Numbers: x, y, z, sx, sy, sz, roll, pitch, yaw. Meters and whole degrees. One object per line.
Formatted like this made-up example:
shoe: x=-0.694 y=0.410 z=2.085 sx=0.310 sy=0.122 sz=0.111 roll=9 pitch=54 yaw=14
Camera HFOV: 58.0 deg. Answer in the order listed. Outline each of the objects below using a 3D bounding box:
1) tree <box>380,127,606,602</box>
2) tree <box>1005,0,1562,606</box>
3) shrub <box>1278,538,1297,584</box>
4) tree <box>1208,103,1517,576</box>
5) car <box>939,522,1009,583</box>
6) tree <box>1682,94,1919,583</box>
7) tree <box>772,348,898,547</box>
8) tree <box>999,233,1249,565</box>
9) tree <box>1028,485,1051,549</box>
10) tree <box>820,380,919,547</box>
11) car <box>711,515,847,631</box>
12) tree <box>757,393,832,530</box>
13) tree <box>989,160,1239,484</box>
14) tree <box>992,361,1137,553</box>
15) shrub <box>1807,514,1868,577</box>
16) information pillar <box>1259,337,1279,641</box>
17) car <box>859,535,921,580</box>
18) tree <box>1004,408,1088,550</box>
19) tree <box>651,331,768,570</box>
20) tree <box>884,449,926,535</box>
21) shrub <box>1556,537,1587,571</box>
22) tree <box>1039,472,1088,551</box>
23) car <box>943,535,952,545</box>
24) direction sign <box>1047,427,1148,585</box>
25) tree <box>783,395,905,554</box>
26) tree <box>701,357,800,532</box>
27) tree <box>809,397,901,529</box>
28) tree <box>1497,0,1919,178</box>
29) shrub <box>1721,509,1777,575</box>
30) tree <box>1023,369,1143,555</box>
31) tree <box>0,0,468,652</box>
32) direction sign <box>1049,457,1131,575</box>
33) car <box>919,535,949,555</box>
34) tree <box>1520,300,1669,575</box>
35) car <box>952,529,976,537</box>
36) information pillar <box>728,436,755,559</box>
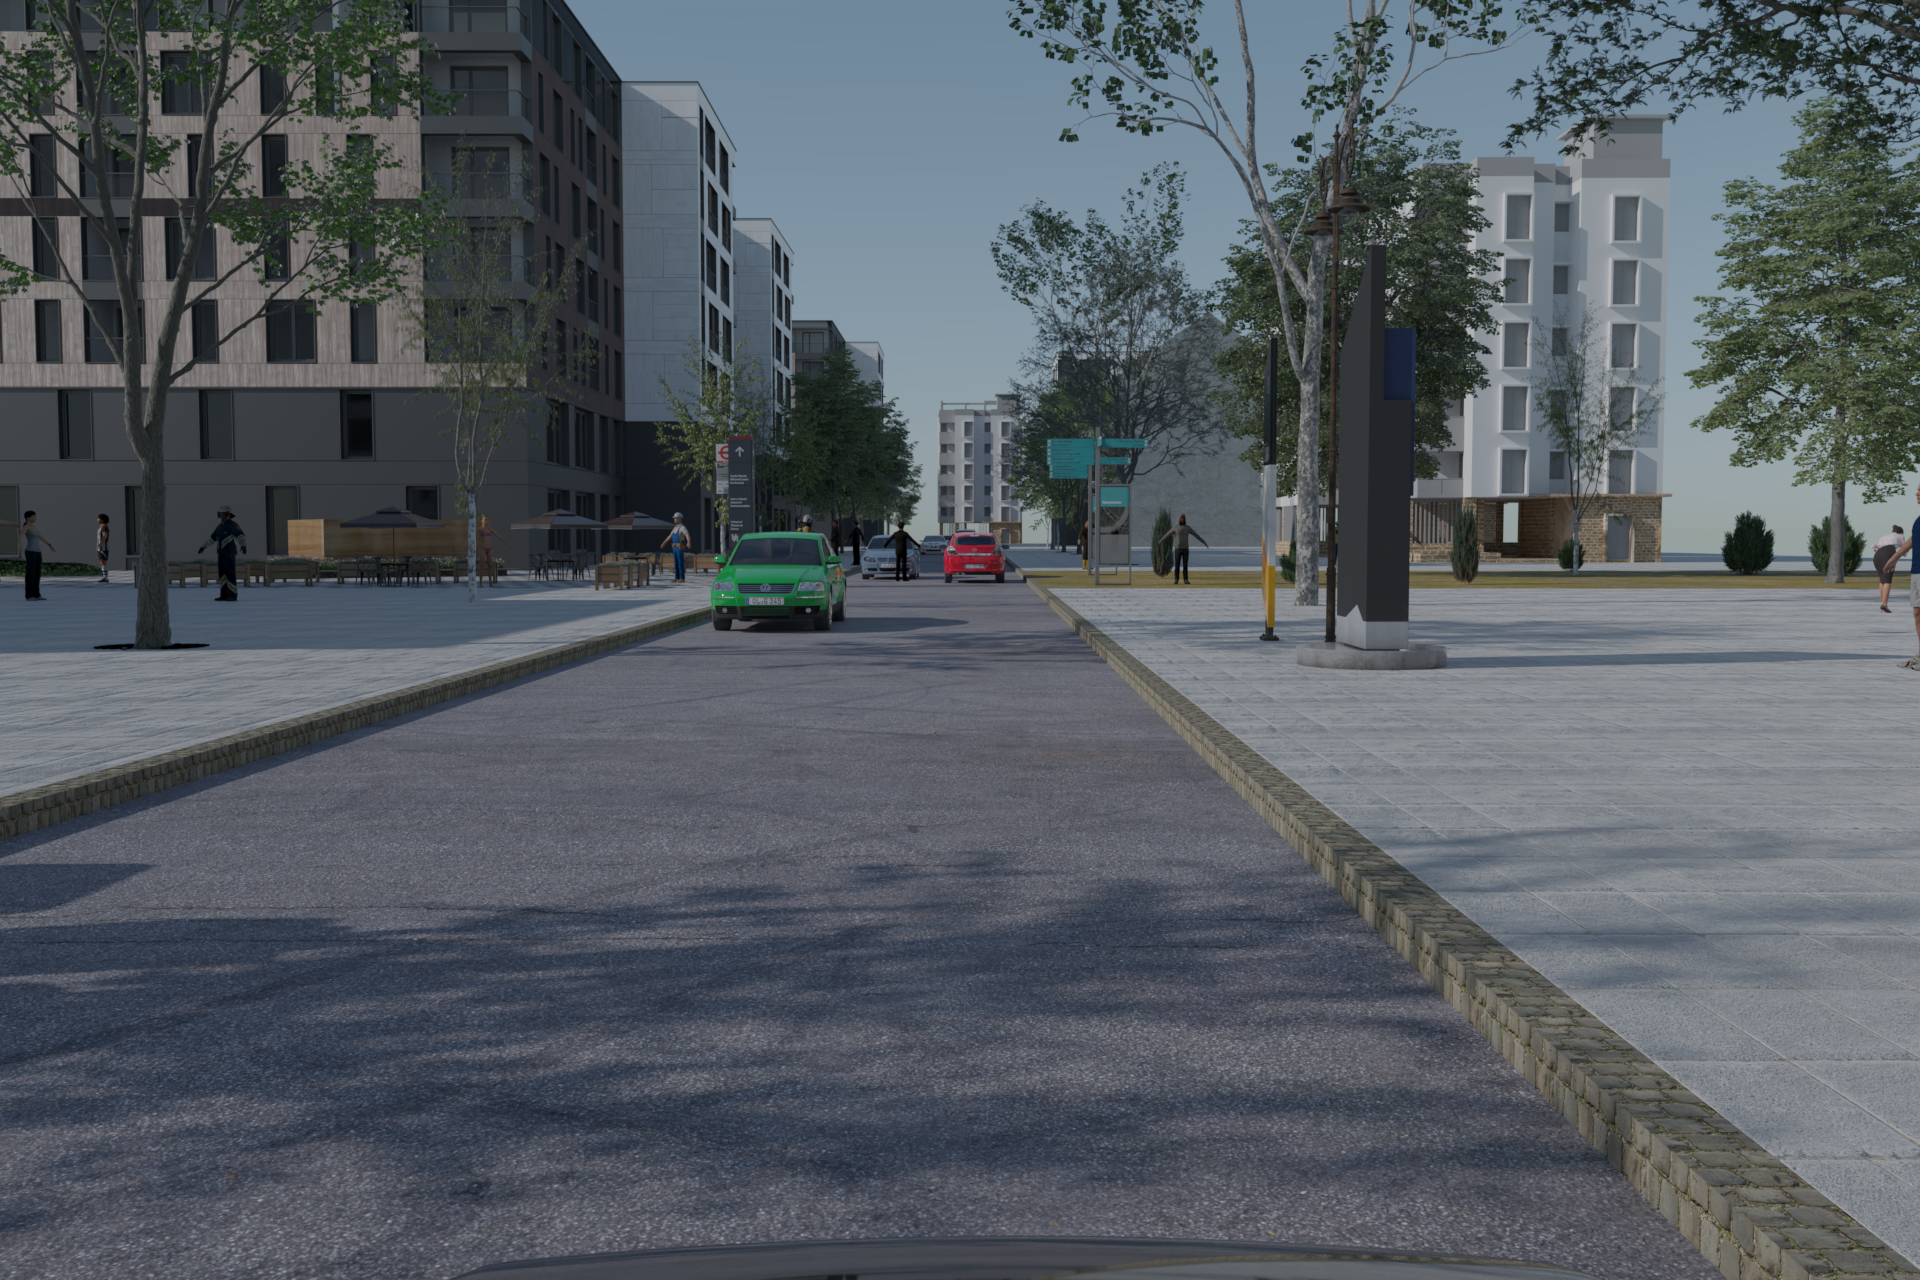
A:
tree: x=-9.363 y=-5.006 z=32.213 sx=4.360 sy=8.622 sz=3.978 roll=0 pitch=3 yaw=0
tree: x=5.806 y=-10.764 z=31.884 sx=12.611 sy=20.169 sz=13.585 roll=0 pitch=3 yaw=0
shrub: x=8.664 y=-2.042 z=44.507 sx=1.383 sy=1.207 sz=1.383 roll=0 pitch=3 yaw=0
tree: x=11.837 y=-8.949 z=52.979 sx=9.857 sy=13.997 sz=8.962 roll=0 pitch=3 yaw=0
car: x=0.425 y=-2.632 z=52.078 sx=2.155 sy=1.783 sz=4.494 roll=0 pitch=3 yaw=0
tree: x=23.050 y=-7.781 z=45.346 sx=7.486 sy=12.596 sz=7.792 roll=0 pitch=3 yaw=0
tree: x=-7.630 y=-11.461 z=105.516 sx=7.486 sy=12.596 sz=7.792 roll=0 pitch=3 yaw=0
tree: x=6.837 y=-9.839 z=71.244 sx=12.009 sy=13.543 sz=11.850 roll=0 pitch=3 yaw=0
tree: x=7.461 y=-12.057 z=147.499 sx=4.737 sy=8.622 sz=4.395 roll=0 pitch=3 yaw=0
tree: x=-7.935 y=-14.169 z=138.315 sx=9.857 sy=13.997 sz=8.962 roll=0 pitch=3 yaw=0
car: x=-2.781 y=-1.120 z=27.107 sx=1.959 sy=1.807 sz=4.718 roll=0 pitch=4 yaw=0
tree: x=-8.553 y=-8.582 z=90.671 sx=4.737 sy=8.622 sz=4.395 roll=0 pitch=3 yaw=0
tree: x=8.397 y=-14.164 z=87.469 sx=12.611 sy=20.169 sz=13.585 roll=0 pitch=3 yaw=0
tree: x=7.367 y=-12.863 z=120.677 sx=12.009 sy=13.543 sz=11.850 roll=0 pitch=3 yaw=0
shrub: x=26.497 y=-2.931 z=52.346 sx=1.690 sy=2.028 sz=1.600 roll=0 pitch=3 yaw=0
information pillar: x=3.737 y=-1.807 z=20.893 sx=0.183 sy=3.616 sz=0.504 roll=0 pitch=4 yaw=1
car: x=-2.220 y=-2.699 z=56.127 sx=2.014 sy=1.417 sz=4.499 roll=0 pitch=4 yaw=0
tree: x=7.427 y=-13.611 z=140.659 sx=7.486 sy=12.596 sz=7.792 roll=0 pitch=3 yaw=0
tree: x=-8.752 y=-6.834 z=62.092 sx=4.737 sy=8.622 sz=4.395 roll=0 pitch=3 yaw=0
tree: x=-9.568 y=-19.937 z=232.629 sx=9.857 sy=13.997 sz=8.962 roll=0 pitch=3 yaw=0
shrub: x=21.291 y=-3.009 z=60.311 sx=1.383 sy=1.207 sz=1.383 roll=0 pitch=3 yaw=0
tree: x=7.635 y=-11.129 z=132.318 sx=4.737 sy=8.622 sz=4.395 roll=0 pitch=3 yaw=0
car: x=-0.999 y=-8.002 z=143.416 sx=1.945 sy=1.354 sz=3.894 roll=0 pitch=4 yaw=1
direction sign: x=3.430 y=-3.301 z=42.731 sx=2.525 sy=3.948 sz=1.411 roll=0 pitch=4 yaw=0
tree: x=-7.754 y=-11.005 z=114.337 sx=8.767 sy=10.594 sz=7.601 roll=0 pitch=4 yaw=1
tree: x=-8.017 y=-7.401 z=71.372 sx=4.360 sy=8.622 sz=3.978 roll=0 pitch=3 yaw=0
tree: x=-7.950 y=-12.413 z=128.708 sx=9.928 sy=11.665 sz=9.643 roll=0 pitch=3 yaw=0
tree: x=6.391 y=-4.638 z=10.247 sx=7.601 sy=10.594 sz=8.767 roll=-1 pitch=4 yaw=-11
shrub: x=24.900 y=-3.100 z=54.726 sx=1.661 sy=2.075 sz=1.752 roll=0 pitch=3 yaw=0
tree: x=7.577 y=-11.185 z=108.627 sx=9.928 sy=11.665 sz=9.643 roll=0 pitch=3 yaw=0
tree: x=-8.962 y=-5.700 z=18.955 sx=9.928 sy=11.665 sz=9.643 roll=0 pitch=3 yaw=0
direction sign: x=4.026 y=-3.936 z=53.117 sx=2.525 sy=3.948 sz=1.411 roll=0 pitch=4 yaw=0
car: x=-1.813 y=-6.709 z=122.053 sx=2.083 sy=1.381 sz=4.827 roll=0 pitch=4 yaw=0
tree: x=19.389 y=-6.382 z=54.701 sx=4.360 sy=8.622 sz=3.978 roll=0 pitch=3 yaw=0
car: x=0.482 y=-7.684 z=134.299 sx=2.281 sy=1.827 sz=5.304 roll=0 pitch=4 yaw=1
information pillar: x=-5.813 y=-3.473 z=46.166 sx=0.750 sy=3.857 sz=0.750 roll=0 pitch=4 yaw=0
